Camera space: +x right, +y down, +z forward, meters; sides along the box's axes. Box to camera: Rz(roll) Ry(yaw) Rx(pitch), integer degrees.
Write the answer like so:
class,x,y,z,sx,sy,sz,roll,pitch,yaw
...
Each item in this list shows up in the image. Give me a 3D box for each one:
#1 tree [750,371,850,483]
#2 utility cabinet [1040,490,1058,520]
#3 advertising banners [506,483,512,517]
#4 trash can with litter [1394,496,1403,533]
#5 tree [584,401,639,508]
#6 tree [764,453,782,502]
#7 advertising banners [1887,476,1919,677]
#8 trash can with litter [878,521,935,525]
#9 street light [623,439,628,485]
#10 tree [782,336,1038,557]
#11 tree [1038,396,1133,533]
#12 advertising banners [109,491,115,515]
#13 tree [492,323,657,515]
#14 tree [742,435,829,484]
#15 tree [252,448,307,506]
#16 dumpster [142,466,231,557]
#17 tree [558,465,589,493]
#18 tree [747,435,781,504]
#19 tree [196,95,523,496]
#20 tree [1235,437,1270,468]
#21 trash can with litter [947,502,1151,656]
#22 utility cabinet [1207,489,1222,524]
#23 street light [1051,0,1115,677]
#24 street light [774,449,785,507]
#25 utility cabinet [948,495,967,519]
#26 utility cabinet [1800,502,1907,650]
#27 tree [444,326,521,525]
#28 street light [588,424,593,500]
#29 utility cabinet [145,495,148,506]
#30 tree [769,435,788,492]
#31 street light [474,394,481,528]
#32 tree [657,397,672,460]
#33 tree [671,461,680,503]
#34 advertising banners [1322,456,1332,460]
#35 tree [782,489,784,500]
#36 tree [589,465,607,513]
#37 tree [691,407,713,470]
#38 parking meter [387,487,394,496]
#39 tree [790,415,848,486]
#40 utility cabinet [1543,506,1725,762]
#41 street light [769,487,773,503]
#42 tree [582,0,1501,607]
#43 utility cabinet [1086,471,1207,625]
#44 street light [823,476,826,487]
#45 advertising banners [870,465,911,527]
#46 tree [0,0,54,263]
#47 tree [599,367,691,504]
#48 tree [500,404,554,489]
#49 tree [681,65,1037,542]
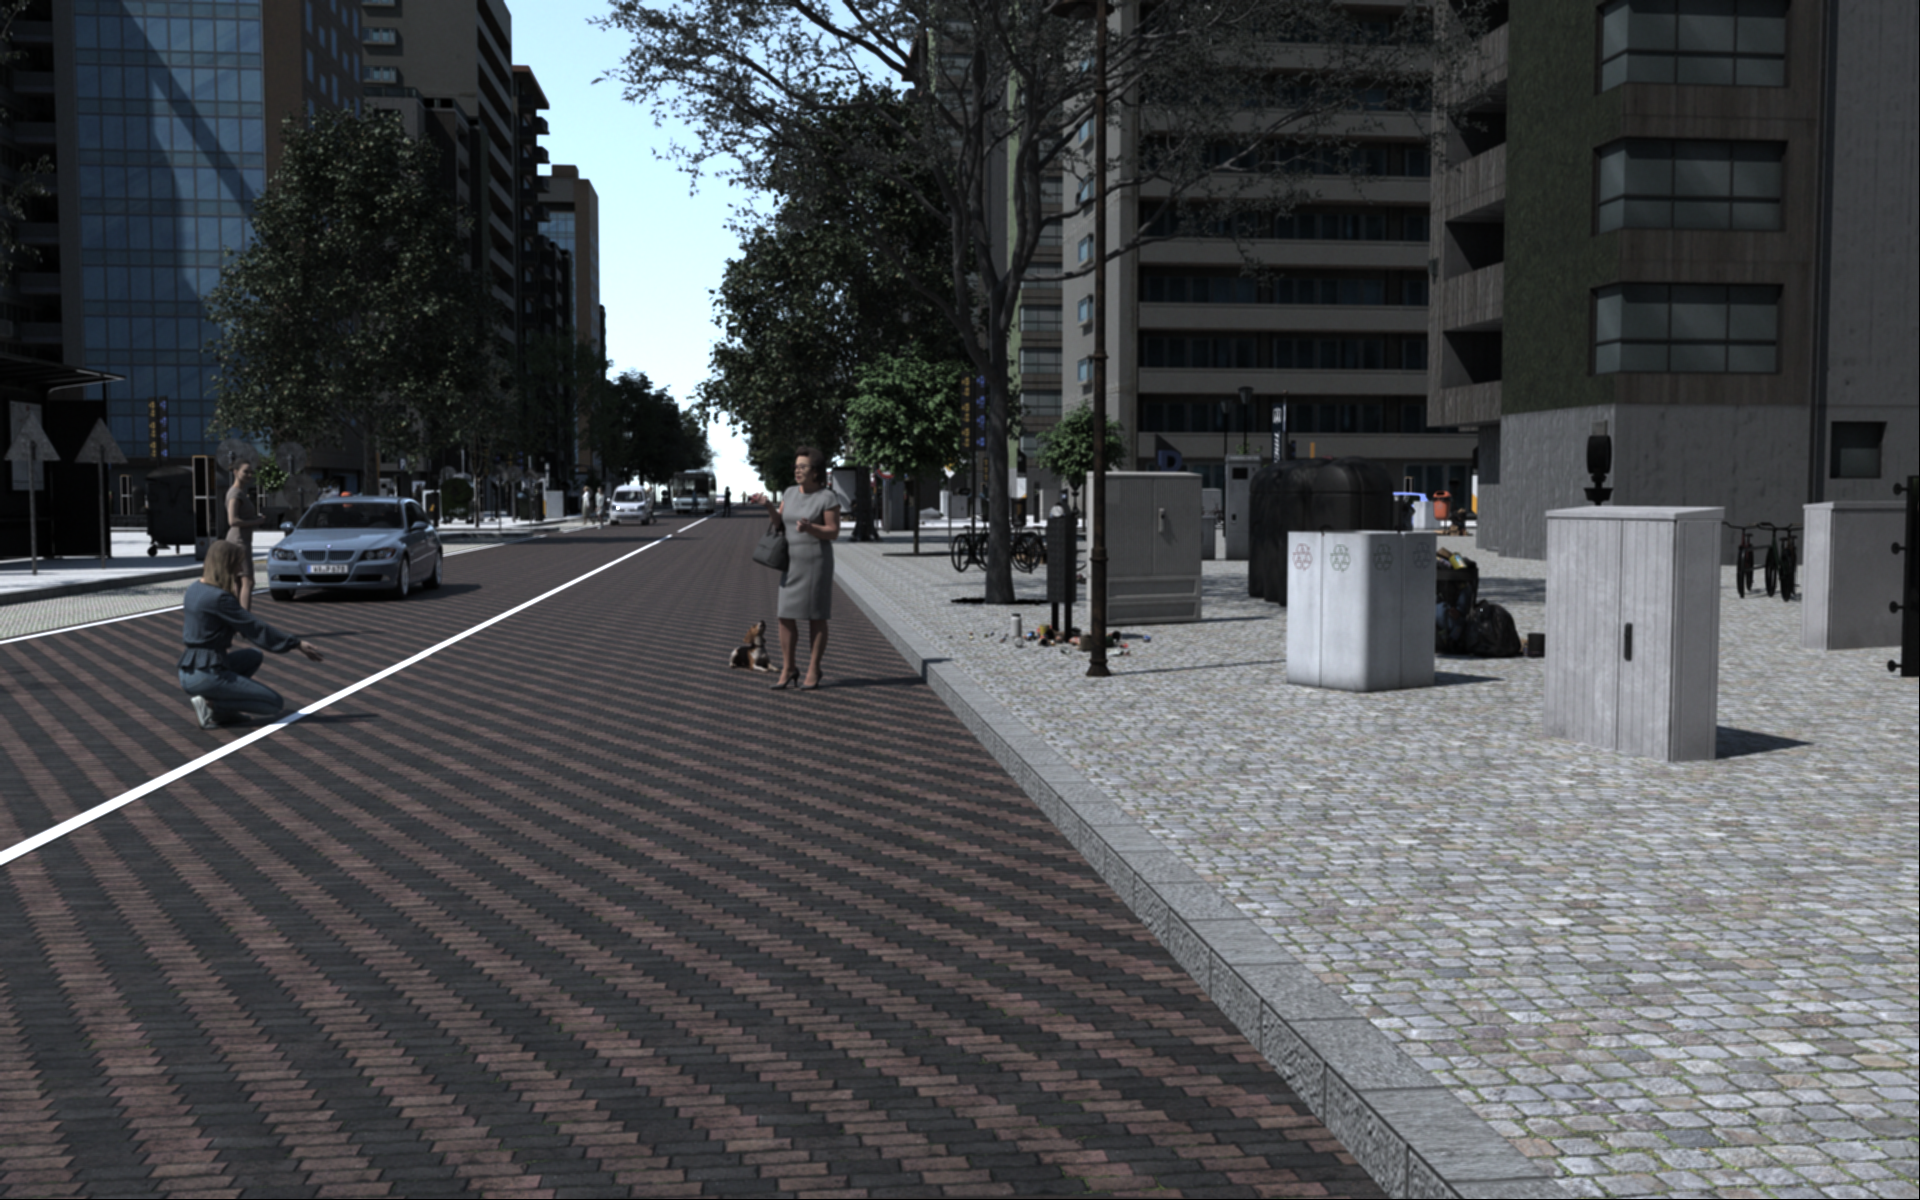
class,x,y,z,sx,sy,sz,roll,pitch,yaw
tree,-11.229,-12.453,121.726,7.486,12.596,7.792,0,3,0
utility cabinet,4.294,-4.628,84.347,0.318,1.500,1.173,3,5,43
advertising banners,-25.424,-6.213,97.777,0.090,3.025,2.074,-1,4,-23
trash can with litter,12.928,-2.456,51.209,1.678,1.210,2.233,0,4,1
tree,-27.921,-11.477,138.011,4.737,8.622,4.395,0,3,0
tree,-11.067,-7.923,113.256,4.285,4.588,4.351,0,3,0
advertising banners,7.545,-0.979,12.189,2.074,3.025,0.090,-1,4,-8
trash can with litter,-2.170,-3.741,72.228,2.233,1.210,1.678,1,4,21
street light,-27.351,-10.358,142.133,0.468,5.910,1.993,0,4,-7
tree,-0.921,-3.202,36.061,4.285,4.588,4.351,0,3,0
tree,4.263,-4.561,58.286,4.285,4.588,4.351,0,3,0
advertising banners,-38.645,-5.004,78.005,2.074,3.025,0.090,3,4,36
tree,-24.453,-11.051,106.434,9.928,11.665,9.643,0,3,0
tree,-15.788,-15.659,162.683,9.857,13.997,8.962,0,3,0
tree,-27.108,-4.528,68.635,1.663,3.219,1.824,0,3,0
dumpster,-16.185,-1.866,36.274,1.264,1.857,1.865,0,4,-7
tree,-25.612,-7.308,114.094,1.663,3.219,1.824,0,3,0
tree,-24.777,-18.684,231.236,9.928,11.665,9.643,0,3,0
tree,-17.285,-8.150,50.255,9.611,12.733,9.660,0,3,0
tree,9.566,-3.889,58.191,1.663,3.219,1.824,0,3,0
trash can with litter,0.851,-0.225,14.733,1.678,1.210,2.233,-1,4,-10
utility cabinet,10.635,-3.992,73.943,1.173,1.500,0.318,-2,4,-33
street light,0.978,-2.401,12.051,0.468,5.910,1.993,0,4,-7
street light,-17.777,-12.106,170.728,0.468,5.910,1.993,0,4,-7
utility cabinet,-0.112,-4.716,88.265,1.020,1.237,0.306,-2,4,-33
utility cabinet,7.522,-0.206,14.524,1.020,1.237,0.306,-2,4,-25
tree,-19.731,-7.345,70.453,4.360,8.622,3.978,0,3,0
street light,-23.992,-8.561,112.760,0.468,5.910,1.993,0,4,-7
utility cabinet,-40.305,-4.570,85.881,1.020,1.237,0.306,0,4,5
tree,-21.324,-15.641,206.084,4.737,8.622,4.395,0,3,0
street light,-18.478,-5.708,66.112,0.468,5.910,1.993,0,4,-7
tree,-30.073,-14.084,156.029,9.928,11.665,9.643,0,3,0
tree,-38.372,-17.254,232.463,4.360,8.622,3.978,0,3,0
advertising banners,17.288,-5.023,78.309,2.074,3.025,0.090,3,4,38
tree,-18.908,-20.315,188.040,12.611,20.169,13.585,0,3,0
tree,-24.629,-7.443,116.296,1.663,3.219,1.824,0,3,0
tree,-36.383,-18.958,216.621,9.857,13.997,8.962,0,3,0
parking meter,-21.291,-3.460,64.985,0.372,1.533,0.369,0,3,0
tree,-7.056,-8.412,87.901,4.360,8.622,3.978,0,3,0
utility cabinet,3.375,0.146,8.768,0.306,1.237,1.020,-1,4,-16
street light,-27.488,-17.175,253.592,0.468,5.910,1.993,0,4,-7
tree,0.387,-6.693,19.801,12.009,13.543,11.850,0,3,0
utility cabinet,1.822,-0.510,17.024,1.173,1.500,0.318,-2,4,-28
street light,-4.600,-5.259,58.773,0.468,5.910,1.993,0,4,-7
advertising banners,-2.823,-4.357,67.429,2.074,3.025,0.090,2,4,28
tree,-14.171,-4.445,23.044,4.360,8.622,3.978,0,3,0
tree,-31.691,-16.264,172.564,9.857,13.997,8.962,0,3,0
tree,-32.587,-10.958,129.526,4.737,8.622,4.395,0,3,0
tree,-2.698,-7.925,46.585,9.611,12.733,9.660,0,3,0
